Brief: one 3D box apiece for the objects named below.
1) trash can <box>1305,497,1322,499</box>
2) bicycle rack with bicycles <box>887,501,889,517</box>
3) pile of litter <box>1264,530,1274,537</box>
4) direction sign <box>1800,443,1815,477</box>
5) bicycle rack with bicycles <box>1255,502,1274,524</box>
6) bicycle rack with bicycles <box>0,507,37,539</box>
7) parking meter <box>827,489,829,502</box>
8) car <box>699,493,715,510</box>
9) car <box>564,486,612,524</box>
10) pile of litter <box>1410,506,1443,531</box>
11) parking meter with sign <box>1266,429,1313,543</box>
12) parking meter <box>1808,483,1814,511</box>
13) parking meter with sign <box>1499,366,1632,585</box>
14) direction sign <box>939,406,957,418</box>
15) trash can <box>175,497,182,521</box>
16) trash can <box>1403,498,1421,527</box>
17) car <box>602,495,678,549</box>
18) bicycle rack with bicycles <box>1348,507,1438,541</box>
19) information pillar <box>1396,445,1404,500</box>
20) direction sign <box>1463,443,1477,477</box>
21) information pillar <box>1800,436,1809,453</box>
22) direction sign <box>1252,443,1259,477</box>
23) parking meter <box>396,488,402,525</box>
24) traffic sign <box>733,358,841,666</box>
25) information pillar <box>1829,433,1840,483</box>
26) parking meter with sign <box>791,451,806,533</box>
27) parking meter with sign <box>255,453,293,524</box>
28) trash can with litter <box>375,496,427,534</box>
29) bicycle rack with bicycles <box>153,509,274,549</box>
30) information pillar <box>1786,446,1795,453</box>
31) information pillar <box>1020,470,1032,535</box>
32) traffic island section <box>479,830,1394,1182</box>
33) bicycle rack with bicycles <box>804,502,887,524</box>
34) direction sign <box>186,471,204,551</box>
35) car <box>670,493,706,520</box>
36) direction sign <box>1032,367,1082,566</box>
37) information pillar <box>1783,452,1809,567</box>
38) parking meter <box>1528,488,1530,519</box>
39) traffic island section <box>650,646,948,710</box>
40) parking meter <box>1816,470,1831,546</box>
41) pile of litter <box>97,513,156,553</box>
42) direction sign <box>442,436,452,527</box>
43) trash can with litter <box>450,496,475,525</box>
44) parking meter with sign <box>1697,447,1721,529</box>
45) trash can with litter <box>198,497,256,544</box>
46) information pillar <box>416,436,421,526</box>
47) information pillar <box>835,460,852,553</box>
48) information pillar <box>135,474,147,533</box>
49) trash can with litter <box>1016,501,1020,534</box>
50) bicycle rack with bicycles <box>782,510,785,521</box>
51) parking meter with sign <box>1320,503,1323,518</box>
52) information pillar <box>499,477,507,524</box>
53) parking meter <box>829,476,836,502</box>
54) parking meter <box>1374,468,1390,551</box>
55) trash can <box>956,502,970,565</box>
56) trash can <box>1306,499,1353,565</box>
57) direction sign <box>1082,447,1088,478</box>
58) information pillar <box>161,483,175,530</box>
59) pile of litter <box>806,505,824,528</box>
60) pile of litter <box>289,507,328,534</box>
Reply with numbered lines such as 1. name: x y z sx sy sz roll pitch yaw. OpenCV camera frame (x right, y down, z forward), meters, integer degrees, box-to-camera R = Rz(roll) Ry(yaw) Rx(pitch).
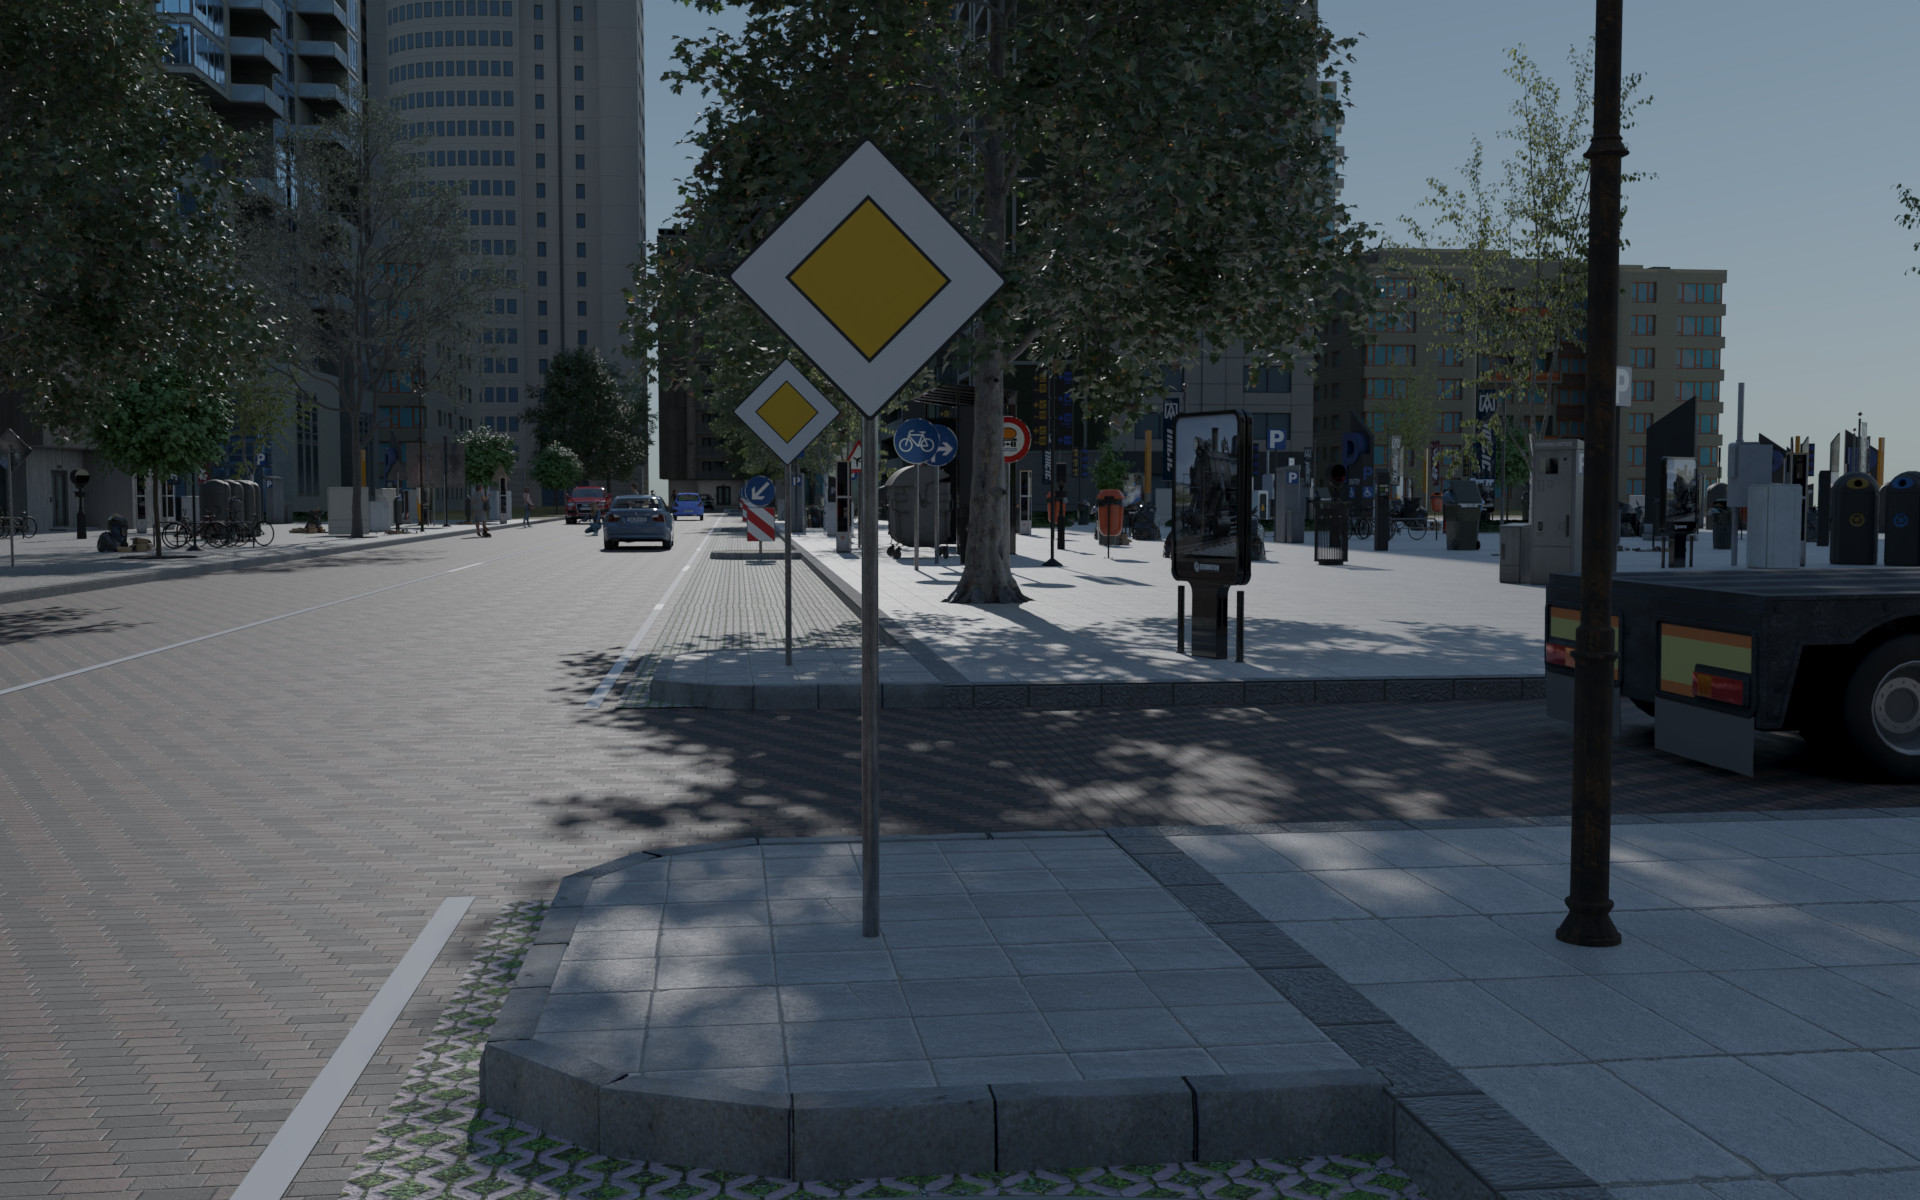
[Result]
1. trash can: 15.562 -3.956 76.340 0.748 1.137 0.748 0 3 0
2. bicycle rack with bicycles: -3.180 -4.296 83.614 2.852 0.926 2.925 1 4 9
3. pile of litter: 8.571 -2.293 51.452 1.719 0.858 1.176 0 4 6
4. direction sign: 37.824 -5.228 77.479 0.379 3.537 0.876 -1 4 -22
5. bicycle rack with bicycles: 8.188 -2.519 54.570 2.925 0.926 2.852 -1 4 -23
6. bicycle rack with bicycles: -27.846 -2.204 49.412 2.852 0.926 2.925 3 4 36
7. parking meter: -6.371 -4.619 83.938 0.372 1.533 0.369 0 3 0
8. car: -22.553 -8.728 152.494 2.009 1.686 4.222 0 4 -7
9. car: -18.082 -4.638 84.497 2.281 1.827 5.304 0 4 -8
10. pile of litter: 16.563 -2.887 61.162 1.719 0.858 1.176 -2 4 -35
11. parking meter with sign: 8.638 -3.026 45.734 0.543 3.016 1.738 -1 4 -11
12. parking meter: 46.302 -5.427 94.442 0.399 1.863 0.255 1 4 10
13. parking meter with sign: 8.439 -1.716 24.321 0.543 3.016 1.738 -3 5 -41
14. direction sign: -0.165 -3.218 44.612 0.876 3.537 0.379 2 4 35
15. trash can: -35.364 -4.109 78.831 0.748 1.137 0.748 0 3 0
16. trash can: 17.807 -3.462 68.253 0.748 1.137 0.748 0 3 0
17. car: -8.545 -2.091 46.188 2.014 1.417 4.499 -1 4 -8
18. bicycle rack with bicycles: 11.886 -2.157 48.641 2.925 0.926 2.852 -2 4 -28
19. information pillar: 20.883 -5.560 82.267 0.504 3.616 0.183 -3 5 -43
20. direction sign: 22.608 -5.180 76.694 0.379 3.537 0.876 -2 4 -31
21. information pillar: 34.150 -4.815 70.086 0.504 3.616 0.183 -2 4 -35
22. direction sign: 13.027 -5.226 77.445 0.379 3.537 0.876 -2 4 -32
23. parking meter: -23.203 -3.851 71.376 0.372 1.533 0.369 0 3 0
24. traffic sign: -1.284 -0.566 12.889 0.795 2.450 0.064 0 4 -7
25. information pillar: 33.295 -4.563 65.960 0.504 3.616 0.183 -2 4 -28
26. parking meter with sign: -5.403 -3.767 57.852 0.543 3.016 1.738 0 4 -1
27. parking meter with sign: -29.174 -4.742 73.786 0.543 3.016 1.738 1 4 17
28. trash can with litter: -18.105 -2.764 56.251 1.678 1.210 2.233 -1 4 -11
29. bicycle rack with bicycles: -18.113 -1.747 41.942 2.925 0.926 2.852 -3 5 -40
30. information pillar: 40.649 -5.714 84.774 0.504 3.616 0.183 1 4 10
31. information pillar: 2.045 -3.024 53.928 0.304 2.012 0.304 1 4 18
32. traffic island section: -0.239 1.054 5.050 2.009 0.180 2.903 0 4 -7
33. bicycle rack with bicycles: -5.279 -3.706 73.975 2.925 0.926 2.852 3 4 38
34. direction sign: -17.306 -2.880 39.082 0.379 3.537 0.876 -2 4 -31
35. car: -14.961 -5.245 95.342 1.945 1.707 3.694 -1 4 -9
36. direction sign: 1.646 -2.373 30.797 0.876 3.537 0.379 3 4 38
37. information pillar: 14.839 -1.606 30.748 0.304 2.012 0.304 1 4 11
38. parking meter: 22.782 -3.700 68.904 0.372 1.533 0.369 0 3 0
39. traffic island section: -1.261 0.570 12.969 2.009 0.180 2.903 0 4 -7
40. parking meter: 21.259 -2.258 42.622 0.255 1.863 0.399 1 4 21
41. pile of litter: -18.603 -1.519 38.806 1.176 0.858 1.719 1 4 18
42. direction sign: -20.107 -4.633 67.746 0.379 3.537 0.876 -1 4 -23
43. trash can with litter: -20.872 -3.829 73.662 1.678 1.210 2.233 -2 4 -24
44. parking meter with sign: 27.410 -4.181 64.617 1.738 3.016 0.543 2 4 24
45. trash can with litter: -19.394 -2.114 45.624 1.678 1.210 2.233 1 4 11
46. information pillar: -21.940 -4.822 70.195 0.183 3.616 0.504 -2 4 -29
47. information pillar: -2.539 -2.039 37.822 0.304 2.012 0.304 0 4 7
48. information pillar: -26.771 -3.188 56.611 0.304 2.012 0.304 -2 4 -27
49. trash can with litter: 1.758 -2.704 55.592 1.055 1.170 0.624 2 4 32
50. bicycle rack with bicycles: -6.612 -3.975 78.374 2.925 0.926 2.852 -1 4 -16
51. parking meter with sign: 16.499 -5.284 82.654 1.738 3.016 0.543 3 5 41
52. information pillar: -19.655 -4.282 74.501 0.304 2.012 0.304 -1 4 -18
53. parking meter: -4.010 -3.061 55.763 0.399 1.863 0.255 1 4 18
54. parking meter: 9.527 -2.043 39.117 0.255 1.863 0.399 0 4 1
55. trash can: 0.306 -1.133 30.172 0.748 1.137 0.748 0 3 0
56. trash can: 6.729 -1.207 31.380 0.748 1.137 0.748 0 3 0
57. direction sign: 5.733 -5.570 83.058 0.876 3.537 0.379 -2 4 -28
58. information pillar: -28.503 -3.538 62.331 0.304 2.012 0.304 2 4 33
59. pile of litter: -5.513 -3.181 65.977 1.719 0.858 1.176 1 4 16
60. pile of litter: -21.342 -2.621 56.811 1.176 0.858 1.719 -2 4 -35
